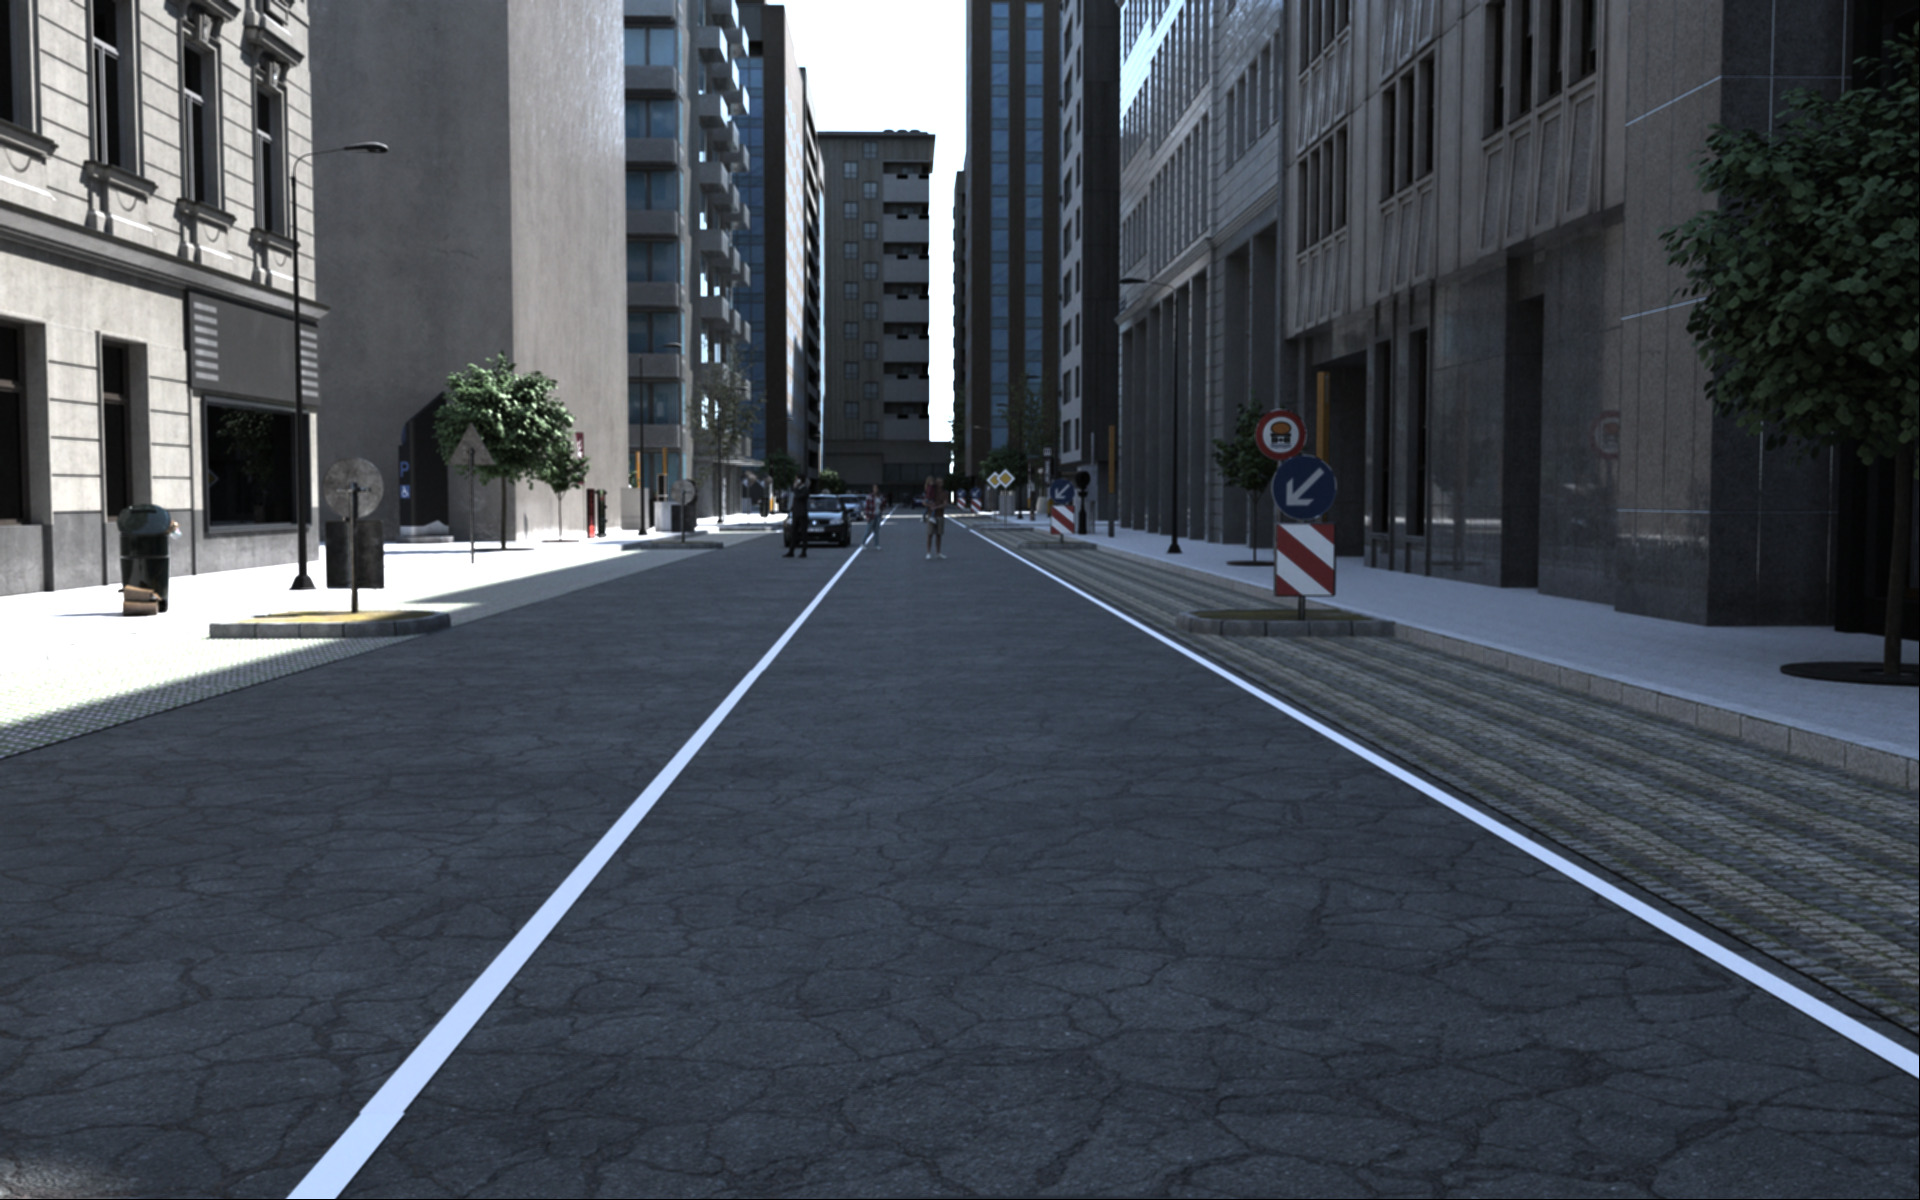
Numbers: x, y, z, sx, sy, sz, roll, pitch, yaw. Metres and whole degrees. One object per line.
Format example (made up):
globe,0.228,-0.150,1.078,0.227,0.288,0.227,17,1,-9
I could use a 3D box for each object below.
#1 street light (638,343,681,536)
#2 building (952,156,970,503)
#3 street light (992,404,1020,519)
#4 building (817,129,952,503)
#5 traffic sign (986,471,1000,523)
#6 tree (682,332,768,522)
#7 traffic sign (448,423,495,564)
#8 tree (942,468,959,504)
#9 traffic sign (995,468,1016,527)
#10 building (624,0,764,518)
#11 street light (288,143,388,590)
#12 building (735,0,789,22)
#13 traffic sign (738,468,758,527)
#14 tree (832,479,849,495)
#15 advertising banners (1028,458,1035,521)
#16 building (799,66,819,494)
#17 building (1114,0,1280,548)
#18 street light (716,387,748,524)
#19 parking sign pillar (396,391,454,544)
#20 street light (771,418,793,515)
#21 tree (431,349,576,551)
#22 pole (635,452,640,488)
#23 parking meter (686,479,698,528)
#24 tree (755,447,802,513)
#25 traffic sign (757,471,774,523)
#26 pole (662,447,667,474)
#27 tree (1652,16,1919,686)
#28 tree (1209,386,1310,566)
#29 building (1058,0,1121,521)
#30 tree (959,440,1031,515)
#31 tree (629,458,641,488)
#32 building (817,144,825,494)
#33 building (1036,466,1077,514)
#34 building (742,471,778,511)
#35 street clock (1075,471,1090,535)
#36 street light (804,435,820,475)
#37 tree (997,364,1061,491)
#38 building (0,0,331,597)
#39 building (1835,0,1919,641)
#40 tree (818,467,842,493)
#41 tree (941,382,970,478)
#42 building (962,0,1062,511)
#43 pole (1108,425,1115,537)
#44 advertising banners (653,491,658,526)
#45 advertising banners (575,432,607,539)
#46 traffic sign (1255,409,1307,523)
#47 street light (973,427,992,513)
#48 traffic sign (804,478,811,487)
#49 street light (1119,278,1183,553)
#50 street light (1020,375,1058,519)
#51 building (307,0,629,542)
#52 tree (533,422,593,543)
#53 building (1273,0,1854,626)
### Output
street light,-9.292,-4.953,53.529,1.470,5.913,1.316,0,4,-2
building,9.665,-38.096,246.572,21.600,48.544,21.300,0,4,-2
street light,2.561,-7.124,89.025,1.470,5.913,1.316,0,4,-2
building,-15.212,-40.362,249.162,27.495,52.752,28.713,0,4,-2
traffic sign,1.537,-4.416,75.850,0.795,2.450,0.064,0,4,-2
tree,-10.851,-7.890,79.370,4.360,8.622,3.978,0,3,0
traffic sign,-8.917,-1.934,31.619,0.884,2.594,0.081,0,4,5
tree,0.670,-11.557,172.676,4.285,4.588,4.351,0,3,0
traffic sign,1.782,-3.928,67.869,0.795,2.450,0.064,0,4,-2
building,-23.791,-29.238,97.642,23.786,49.044,30.456,0,4,-2
street light,-8.263,-3.089,23.045,1.470,5.913,1.316,0,4,-2
building,-22.189,-31.003,157.010,14.600,45.320,14.200,0,4,-2
traffic sign,-8.259,-3.911,67.582,0.795,2.450,0.064,0,4,-2
tree,-15.224,-14.148,225.926,1.663,3.219,1.824,0,3,0
advertising banners,3.424,-5.302,82.878,0.090,3.025,2.074,0,4,-6
building,-26.742,-34.564,188.828,21.300,48.544,21.600,0,4,-2
building,11.873,-16.714,50.766,11.434,29.767,29.804,0,4,-2
street light,-9.918,-6.287,75.338,1.470,5.913,1.316,0,4,-2
parking sign pillar,-13.965,-3.462,45.076,1.447,3.967,1.447,2,4,29
street light,-10.902,-8.166,106.047,1.470,5.913,1.316,0,4,-2
tree,-10.407,-3.405,39.381,4.285,4.588,4.351,0,3,0
pole,-15.541,-5.487,83.563,0.158,3.312,0.155,0,3,0
parking meter,-10.178,-3.676,65.814,0.399,1.863,0.255,0,4,4
tree,-12.522,-8.310,119.575,4.285,4.588,4.351,0,3,0
traffic sign,-8.504,-4.399,75.563,0.795,2.450,0.064,0,4,-2
pole,-12.906,-5.012,75.785,0.158,3.312,0.155,0,3,0
tree,6.503,-1.733,12.053,4.285,4.588,4.351,0,3,0
tree,5.241,-2.250,31.388,1.663,3.219,1.824,0,3,0
building,12.474,-19.197,85.574,14.107,30.474,14.160,0,4,-2
tree,2.897,-7.861,112.248,4.285,4.588,4.351,0,3,0
tree,-15.338,-5.083,77.707,1.663,3.219,1.824,0,3,0
building,-24.366,-34.646,216.572,14.200,45.320,14.600,0,4,-2
building,21.616,-25.744,112.796,32.217,40.220,23.993,0,4,-2
building,-30.554,-26.972,132.880,32.217,40.220,23.993,0,4,-2
street clock,3.892,-3.080,54.920,0.358,2.002,0.471,3,5,44
street light,-11.725,-10.030,136.537,1.470,5.913,1.316,0,4,-2
tree,4.328,-9.080,98.816,4.737,8.622,4.395,0,3,0
building,-19.520,-14.461,12.848,17.030,29.872,44.131,0,4,-2
building,14.569,-10.893,7.786,12.332,23.373,15.834,0,4,-2
tree,-15.781,-13.670,207.225,4.285,4.588,4.351,0,3,0
tree,1.851,-14.639,157.467,7.486,12.596,7.792,0,3,0
building,7.561,-29.918,139.269,14.600,45.320,14.200,0,4,-2
pole,4.509,-3.528,51.529,0.158,3.312,0.155,0,3,0
advertising banners,-12.452,-4.350,67.314,2.074,3.025,0.090,-1,4,-10
advertising banners,-10.625,-3.283,49.866,0.090,3.025,2.074,1,4,12
traffic sign,4.818,-1.589,26.092,0.768,2.556,0.104,0,4,4
street light,1.584,-9.000,119.694,1.470,5.913,1.316,0,4,-2
traffic sign,-12.024,-8.254,135.057,0.768,2.556,0.104,0,4,1
street light,4.111,-3.965,37.375,1.470,5.913,1.316,0,4,-2
street light,3.248,-5.830,67.864,1.470,5.913,1.316,0,4,-2
building,-29.263,-15.318,54.967,34.151,26.468,19.350,0,4,-2
tree,-10.541,-3.152,46.133,1.663,3.219,1.824,0,3,0
building,12.929,-12.727,26.109,12.078,24.808,19.932,0,4,-2
